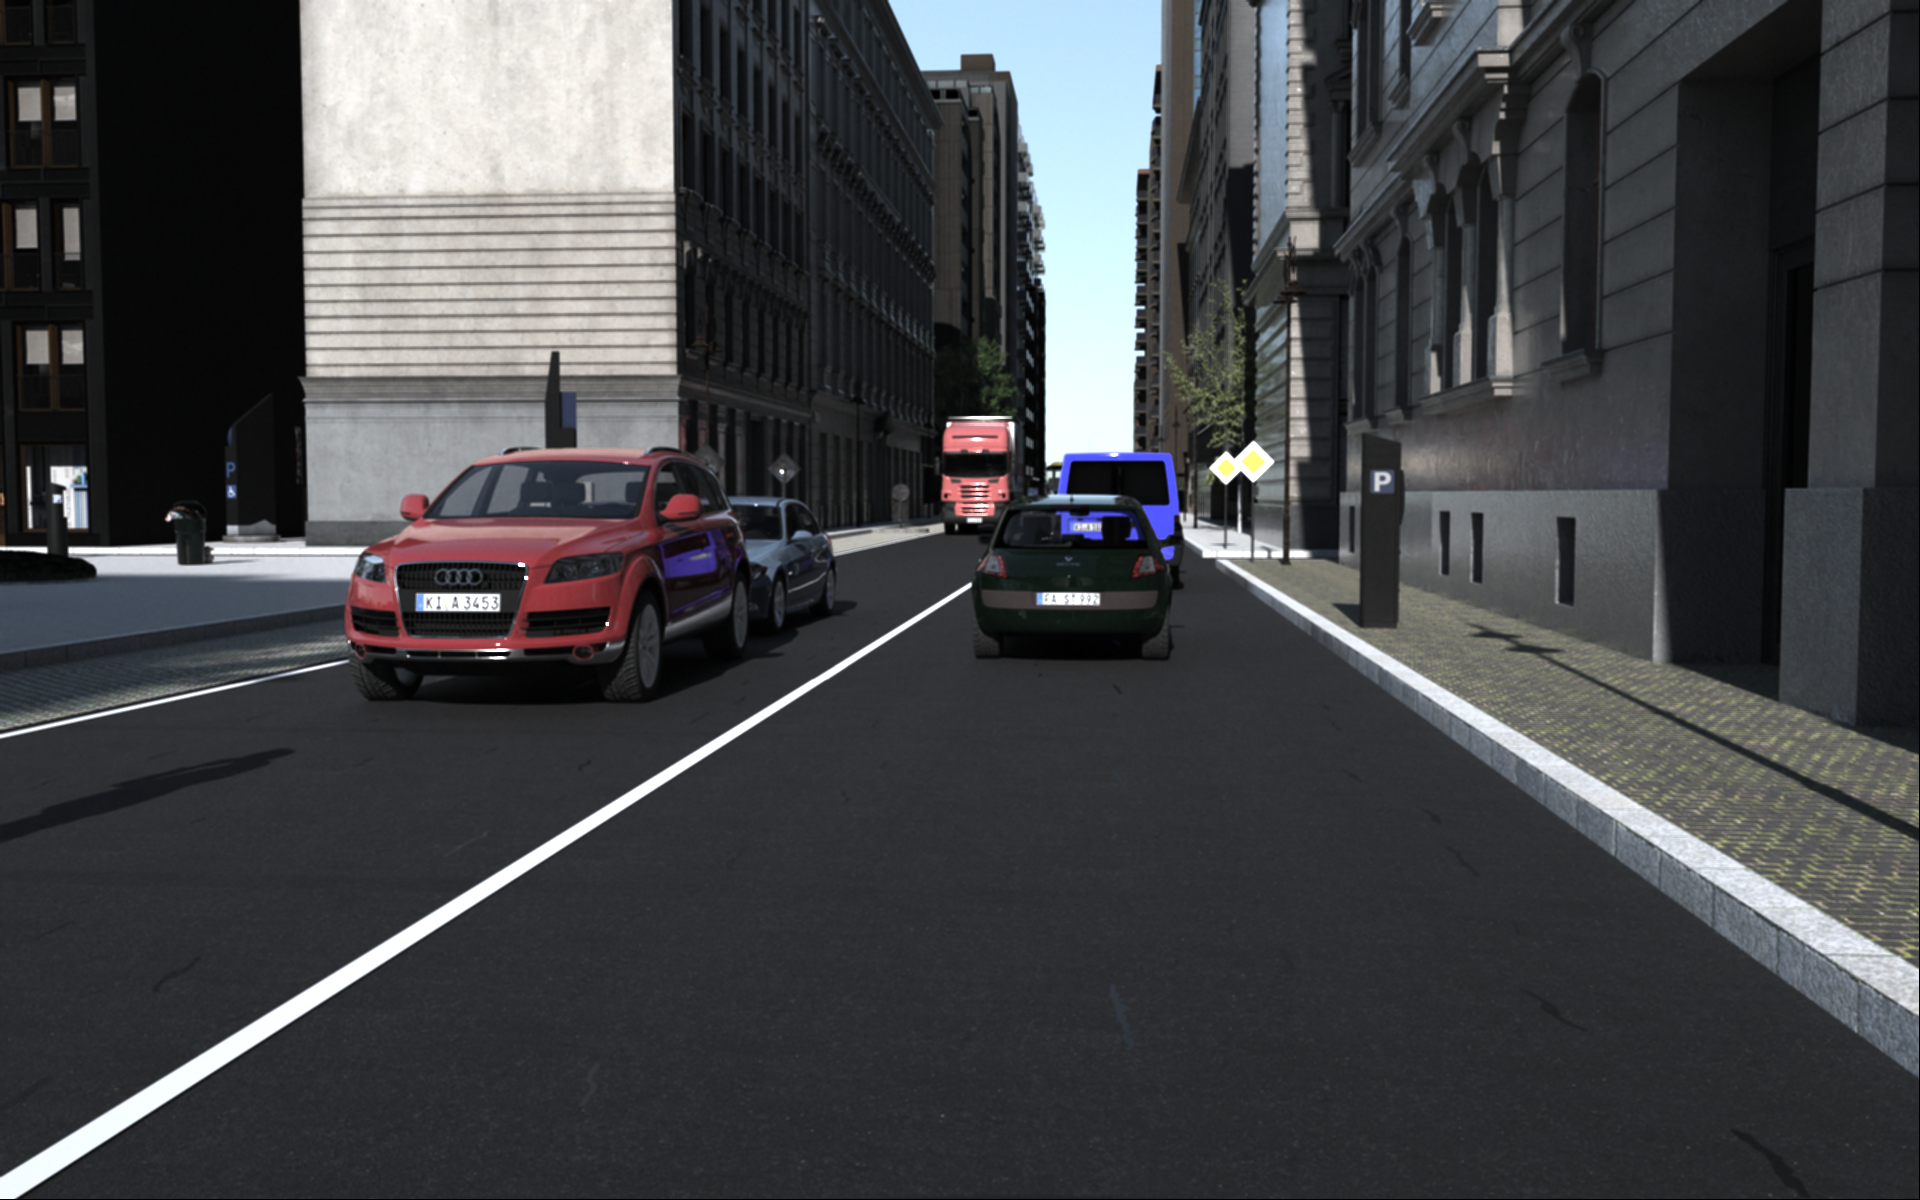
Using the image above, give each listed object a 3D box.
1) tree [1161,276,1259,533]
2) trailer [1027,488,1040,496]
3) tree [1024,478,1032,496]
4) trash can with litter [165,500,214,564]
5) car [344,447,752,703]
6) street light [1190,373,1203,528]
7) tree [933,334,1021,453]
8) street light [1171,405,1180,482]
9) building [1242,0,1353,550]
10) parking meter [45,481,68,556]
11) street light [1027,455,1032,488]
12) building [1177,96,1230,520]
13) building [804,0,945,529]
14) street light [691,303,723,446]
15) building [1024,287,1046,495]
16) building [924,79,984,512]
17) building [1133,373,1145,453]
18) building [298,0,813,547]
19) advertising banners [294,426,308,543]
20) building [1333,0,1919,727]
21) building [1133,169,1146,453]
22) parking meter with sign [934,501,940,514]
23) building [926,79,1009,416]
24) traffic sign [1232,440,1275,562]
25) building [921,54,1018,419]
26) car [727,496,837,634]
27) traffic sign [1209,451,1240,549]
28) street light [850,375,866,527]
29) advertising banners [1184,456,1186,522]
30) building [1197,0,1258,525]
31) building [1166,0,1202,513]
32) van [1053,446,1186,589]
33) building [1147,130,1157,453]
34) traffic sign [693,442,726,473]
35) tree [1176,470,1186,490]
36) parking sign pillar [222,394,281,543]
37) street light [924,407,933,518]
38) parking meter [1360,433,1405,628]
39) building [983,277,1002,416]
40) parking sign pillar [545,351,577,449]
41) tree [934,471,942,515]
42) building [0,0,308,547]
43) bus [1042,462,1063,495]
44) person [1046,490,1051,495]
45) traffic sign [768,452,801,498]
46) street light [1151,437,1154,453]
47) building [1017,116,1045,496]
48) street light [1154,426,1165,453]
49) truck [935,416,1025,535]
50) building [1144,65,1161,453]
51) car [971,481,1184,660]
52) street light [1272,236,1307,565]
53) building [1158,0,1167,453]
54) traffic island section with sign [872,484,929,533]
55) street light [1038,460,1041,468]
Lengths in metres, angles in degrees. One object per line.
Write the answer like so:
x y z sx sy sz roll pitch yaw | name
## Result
9.054 -6.534 57.186 4.737 8.622 4.395 0 3 0 | tree
6.646 -9.189 157.284 1.471 1.999 3.904 0 4 6 | trailer
7.370 -12.069 191.930 1.663 3.219 1.824 0 3 0 | tree
-14.043 -1.239 31.647 0.624 1.170 1.055 -1 4 -9 | trash can with litter
-3.009 -0.303 13.632 2.281 1.827 5.304 0 4 4 | car
8.865 -5.641 65.018 0.468 5.910 1.993 0 4 5 | street light
0.296 -11.418 112.443 9.928 11.665 9.643 0 3 0 | tree
11.197 -7.158 89.825 0.468 5.910 1.993 0 4 5 | street light
17.127 -13.109 43.213 19.941 23.489 11.050 0 4 5 | building
-18.110 -1.610 34.729 0.372 1.533 0.369 0 3 0 | parking meter
8.083 -13.946 200.796 0.468 5.910 1.993 0 4 5 | street light
21.025 -16.285 99.551 16.112 22.955 30.059 0 4 5 | building
-11.074 -18.645 81.256 17.030 29.872 44.131 0 4 5 | building
-6.134 -4.242 42.152 0.468 5.910 1.993 0 4 5 | street light
4.480 -28.538 238.293 14.160 30.474 14.107 0 4 5 | building
-5.792 -21.573 124.415 14.160 30.474 14.107 0 4 5 | building
39.884 -25.291 258.553 27.650 21.520 28.899 0 4 5 | building
-10.562 -12.298 50.216 9.793 20.994 18.267 0 4 5 | building
-17.257 -3.038 45.865 0.090 3.025 2.074 0 4 -3 | advertising banners
12.128 -14.178 19.201 14.401 28.519 23.554 0 4 5 | building
34.151 -35.094 228.405 22.147 44.769 28.867 0 4 5 | building
-2.123 -6.761 106.809 1.738 3.016 0.543 0 4 5 | parking meter with sign
-2.726 -29.576 167.169 14.154 41.232 14.086 0 4 5 | building
5.490 -1.764 32.478 0.795 2.450 0.064 0 4 5 | traffic sign
-1.281 -32.487 181.267 14.600 45.320 14.200 0 4 5 | building
-2.523 -0.446 19.292 2.014 1.417 4.499 0 4 7 | car
6.203 -2.250 40.431 0.795 2.450 0.064 0 4 5 | traffic sign
-3.962 -5.785 67.377 0.468 5.910 1.993 0 4 5 | street light
10.473 -5.169 80.694 0.090 3.025 2.074 1 4 9 | advertising banners
17.626 -17.071 72.612 14.314 27.812 24.014 0 4 5 | building
21.963 -29.054 125.149 14.600 45.320 14.200 0 4 5 | building
2.546 -1.433 27.810 2.240 2.365 5.245 0 4 6 | van
29.494 -34.011 206.198 14.600 45.320 14.200 0 4 5 | building
-4.911 -1.822 33.428 0.795 2.450 0.064 0 4 5 | traffic sign
14.417 -7.580 118.532 1.663 3.219 1.824 0 3 0 | tree
-18.904 -3.526 46.117 1.447 3.967 1.447 2 4 25 | parking sign pillar
-1.657 -7.309 92.285 0.468 5.910 1.993 0 4 5 | street light
4.056 -0.668 16.632 0.399 1.863 0.255 1 4 11 | parking meter
-11.223 -18.459 146.837 27.650 21.520 28.899 0 4 5 | building
-7.728 -2.752 33.475 1.447 3.967 1.447 -1 4 -20 | parking sign pillar
-1.595 -6.735 104.723 1.663 3.219 1.824 0 3 0 | tree
-27.927 -13.357 48.060 15.834 23.373 12.332 0 4 5 | building
8.186 -8.784 135.161 2.896 3.916 12.252 0 4 6 | bus
6.004 -6.658 118.075 1.217 1.735 0.721 -1 4 -9 | person
-4.197 -2.308 41.381 0.795 2.450 0.064 0 4 5 | traffic sign
15.695 -10.272 140.737 0.468 5.910 1.993 0 4 5 | street light
-2.341 -36.450 215.566 23.786 49.044 30.456 0 4 5 | building
13.324 -8.689 114.853 0.468 5.910 1.993 0 4 5 | street light
0.912 -4.618 64.412 2.839 4.237 11.283 0 4 5 | truck
30.427 -31.836 175.136 22.147 44.769 28.867 0 4 5 | building
1.118 -0.404 16.398 2.009 1.686 4.222 0 4 6 | car
5.923 -3.578 31.281 0.468 5.910 1.993 0 4 5 | street light
27.400 -36.912 145.512 21.231 58.520 28.212 0 4 5 | building
-2.185 -3.403 64.260 1.989 1.847 2.006 0 4 5 | traffic island section with sign
10.310 -15.463 225.612 0.468 5.910 1.993 0 4 5 | street light
